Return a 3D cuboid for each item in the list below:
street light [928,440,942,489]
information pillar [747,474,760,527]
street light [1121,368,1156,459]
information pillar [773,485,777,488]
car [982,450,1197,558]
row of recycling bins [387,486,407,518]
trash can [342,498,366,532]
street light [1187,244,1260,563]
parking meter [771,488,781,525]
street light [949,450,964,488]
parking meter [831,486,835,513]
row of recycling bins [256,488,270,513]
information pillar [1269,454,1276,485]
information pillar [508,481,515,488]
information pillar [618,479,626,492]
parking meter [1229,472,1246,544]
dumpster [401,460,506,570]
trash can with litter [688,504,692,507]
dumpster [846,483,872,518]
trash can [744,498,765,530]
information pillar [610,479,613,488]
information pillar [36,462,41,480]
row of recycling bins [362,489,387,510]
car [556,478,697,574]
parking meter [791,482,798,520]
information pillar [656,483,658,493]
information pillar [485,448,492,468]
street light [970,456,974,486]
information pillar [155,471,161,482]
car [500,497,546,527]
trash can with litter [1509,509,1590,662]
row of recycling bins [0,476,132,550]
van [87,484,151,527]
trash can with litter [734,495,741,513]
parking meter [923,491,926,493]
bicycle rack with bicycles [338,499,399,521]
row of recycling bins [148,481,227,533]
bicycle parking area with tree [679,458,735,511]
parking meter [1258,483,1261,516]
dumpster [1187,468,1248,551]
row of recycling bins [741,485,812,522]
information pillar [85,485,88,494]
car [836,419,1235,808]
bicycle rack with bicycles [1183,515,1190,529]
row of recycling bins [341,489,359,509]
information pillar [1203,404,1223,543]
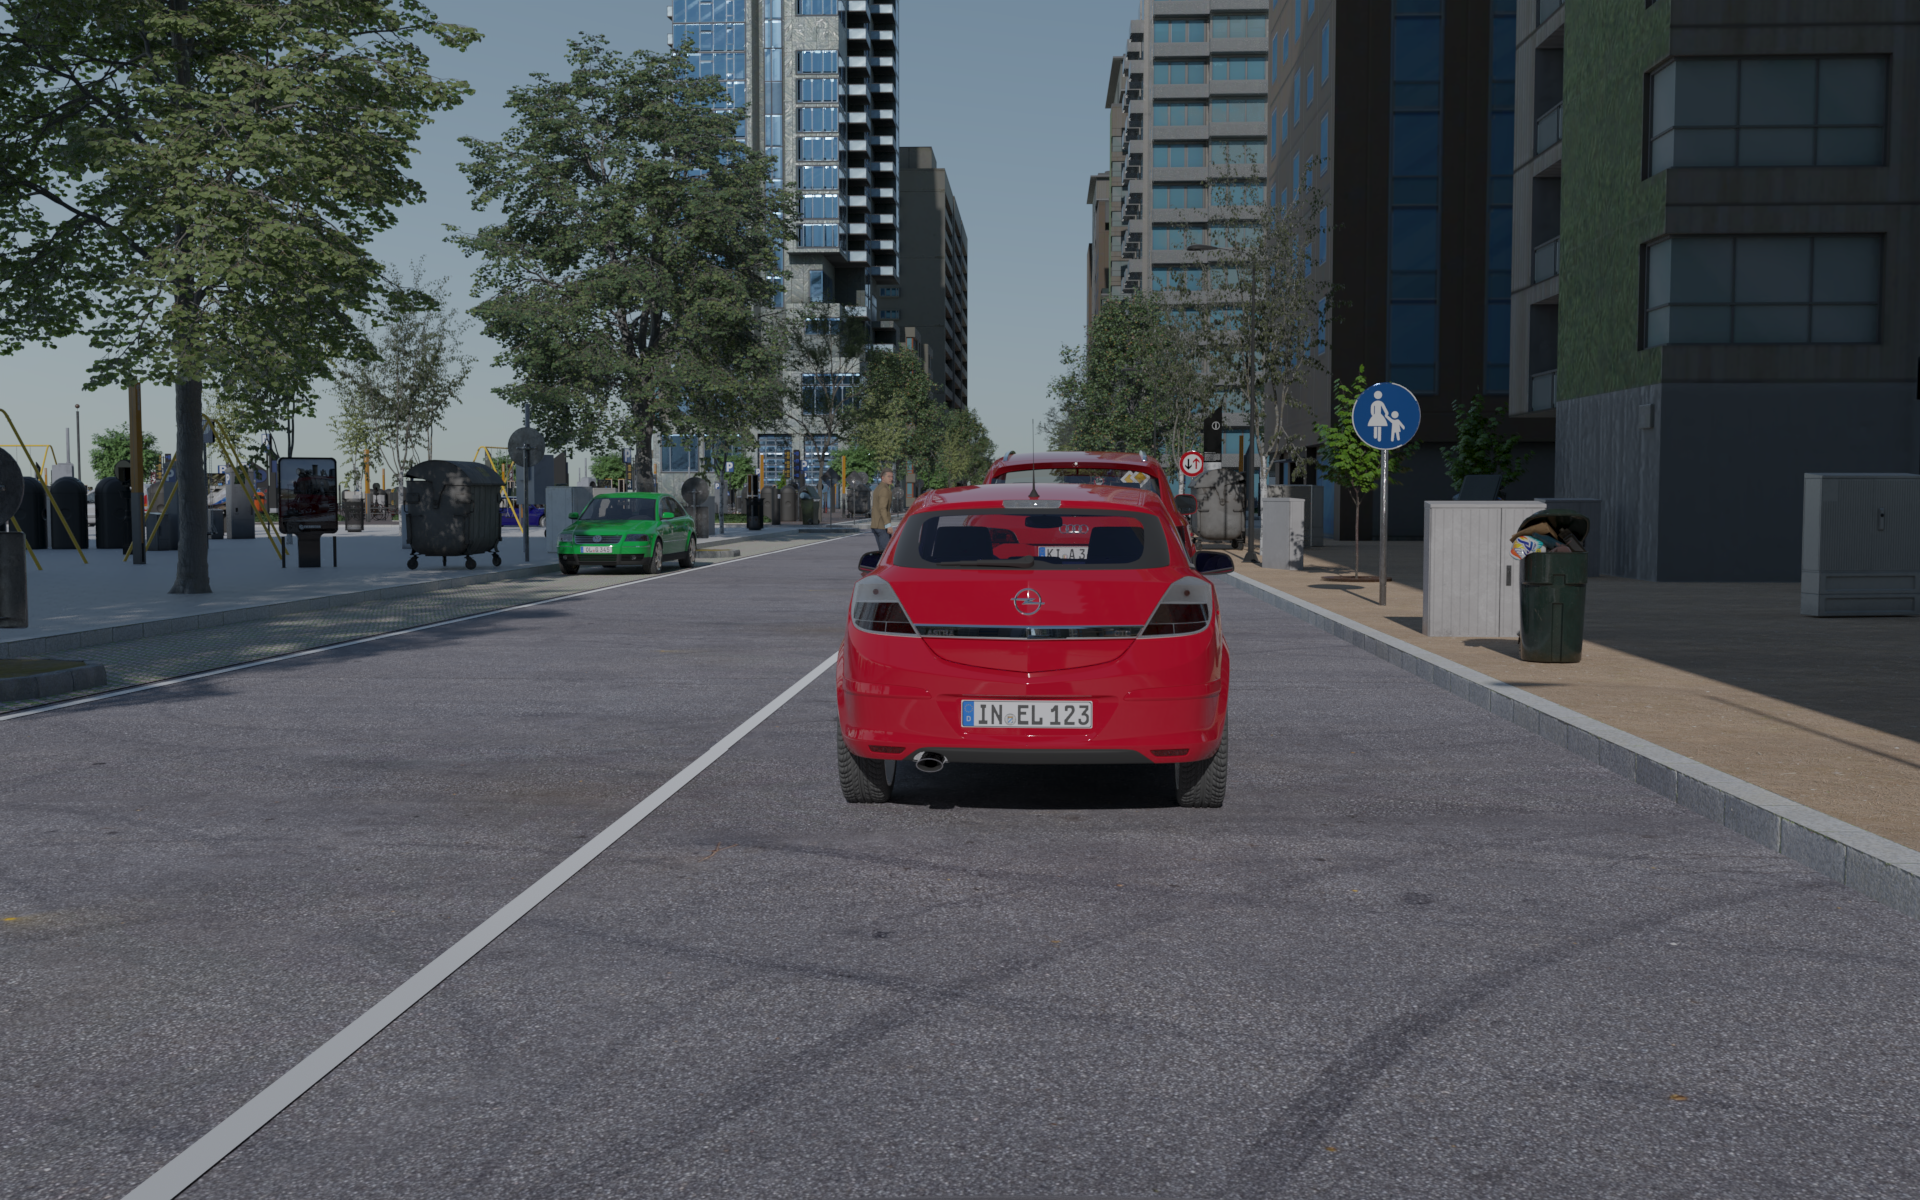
[{"bbox_3d":[-2.155,-10.791,148.969,1.470,5.913,1.316,0,4,3],"label":"street light"},{"bbox_3d":[-7.659,-3.647,64.115,0.304,2.012,0.304,-3,5,-43],"label":"information pillar"},{"bbox_3d":[6.655,-5.594,64.010,1.470,5.913,1.316,0,4,3],"label":"street light"},{"bbox_3d":[-15.404,-8.540,144.114,0.304,2.012,0.304,0,4,1],"label":"information pillar"},{"bbox_3d":[1.081,-0.450,16.023,2.281,1.827,5.304,0,4,4],"label":"car"},{"bbox_3d":[-30.028,-5.261,93.130,1.069,1.692,3.534,-1,4,-21],"label":"row of recycling bins"},{"bbox_3d":[-20.338,-2.844,58.152,0.748,1.137,0.748,0,3,0],"label":"trash can"},{"bbox_3d":[4.909,-3.656,32.311,1.470,5.913,1.316,0,4,3],"label":"street light"},{"bbox_3d":[-7.639,-3.885,71.928,0.372,1.533,0.369,0,3,0],"label":"parking meter"},{"bbox_3d":[-0.601,-12.730,180.677,1.470,5.913,1.316,0,4,3],"label":"street light"},{"bbox_3d":[-8.772,-6.960,119.500,0.255,1.863,0.399,-1,4,-16],"label":"parking meter"},{"bbox_3d":[-43.917,-6.276,109.731,3.534,1.692,1.069,2,4,33],"label":"row of recycling bins"},{"bbox_3d":[15.266,-5.679,84.205,0.504,3.616,0.183,2,4,28],"label":"information pillar"},{"bbox_3d":[-25.074,-5.647,96.822,0.304,2.012,0.304,-3,5,-43],"label":"information pillar"},{"bbox_3d":[-16.442,-4.891,84.456,0.304,2.012,0.304,1,4,17],"label":"information pillar"},{"bbox_3d":[7.179,-2.391,44.807,0.399,1.863,0.255,-2,4,-30],"label":"parking meter"},{"bbox_3d":[-8.755,-1.481,29.980,1.264,1.857,1.865,0,4,3],"label":"dumpster"},{"bbox_3d":[-17.671,-6.178,112.062,1.678,1.210,2.233,0,4,4],"label":"trash can with litter"},{"bbox_3d":[-5.414,-5.311,92.592,1.264,1.857,1.865,0,4,3],"label":"dumpster"},{"bbox_3d":[-7.254,-3.035,61.268,0.748,1.137,0.748,0,3,0],"label":"trash can"},{"bbox_3d":[-16.975,-4.852,83.830,0.304,2.012,0.304,0,4,-7],"label":"information pillar"},{"bbox_3d":[-66.717,-8.201,125.435,0.183,3.616,0.504,0,4,5],"label":"information pillar"},{"bbox_3d":[-43.865,-7.639,132.017,1.069,1.692,3.534,2,4,26],"label":"row of recycling bins"},{"bbox_3d":[-6.128,-1.429,32.166,1.959,1.807,4.718,0,4,4],"label":"car"},{"bbox_3d":[-8.162,-4.874,85.397,0.255,1.863,0.399,-2,4,-25],"label":"parking meter"},{"bbox_3d":[-19.441,-6.481,110.448,0.304,2.012,0.304,2,4,27],"label":"information pillar"},{"bbox_3d":[-23.271,-5.757,85.475,0.504,3.616,0.183,3,5,42],"label":"information pillar"},{"bbox_3d":[0.989,-14.669,212.383,1.470,5.913,1.316,0,4,3],"label":"street light"},{"bbox_3d":[-60.796,-8.562,131.335,0.504,3.616,0.183,1,4,23],"label":"information pillar"},{"bbox_3d":[-17.515,-3.478,69.448,3.894,1.354,1.945,0,4,2],"label":"car"},{"bbox_3d":[4.522,-0.128,13.488,0.624,1.170,1.055,1,4,9],"label":"trash can with litter"},{"bbox_3d":[-21.215,-2.036,40.398,3.534,1.692,1.069,-1,4,-15],"label":"row of recycling bins"},{"bbox_3d":[-34.556,-3.871,70.309,4.112,2.044,2.013,0,4,2],"label":"van"},{"bbox_3d":[-13.821,-6.138,111.406,2.233,1.210,1.678,-3,5,-44],"label":"trash can with litter"},{"bbox_3d":[-3.011,-8.542,148.066,0.372,1.533,0.369,0,3,0],"label":"parking meter"},{"bbox_3d":[-28.722,-4.338,84.309,2.925,0.926,2.852,0,4,-1],"label":"bicycle rack with bicycles"},{"bbox_3d":[-24.948,-3.008,56.298,1.069,1.692,3.534,1,4,17],"label":"row of recycling bins"},{"bbox_3d":[-19.065,-9.028,134.611,9.016,4.147,8.231,-1,4,-21],"label":"bicycle parking area with tree"},{"bbox_3d":[15.649,-5.140,89.745,0.399,1.863,0.255,1,4,16],"label":"parking meter"},{"bbox_3d":[5.956,-2.095,40.004,1.264,1.857,1.865,0,4,3],"label":"dumpster"},{"bbox_3d":[-8.485,-4.531,81.194,3.534,1.692,1.069,0,4,-6],"label":"row of recycling bins"},{"bbox_3d":[-69.523,-8.146,137.684,0.304,2.012,0.304,3,5,44],"label":"information pillar"},{"bbox_3d":[0.449,-0.025,9.451,2.155,1.783,4.494,0,4,4],"label":"car"},{"bbox_3d":[8.097,-2.902,60.831,2.925,0.926,2.852,0,4,2],"label":"bicycle rack with bicycles"},{"bbox_3d":[-51.380,-8.682,149.062,3.534,1.692,1.069,-2,4,-27],"label":"row of recycling bins"},{"bbox_3d":[6.627,-3.303,45.362,0.504,3.616,0.183,1,4,19],"label":"information pillar"}]
